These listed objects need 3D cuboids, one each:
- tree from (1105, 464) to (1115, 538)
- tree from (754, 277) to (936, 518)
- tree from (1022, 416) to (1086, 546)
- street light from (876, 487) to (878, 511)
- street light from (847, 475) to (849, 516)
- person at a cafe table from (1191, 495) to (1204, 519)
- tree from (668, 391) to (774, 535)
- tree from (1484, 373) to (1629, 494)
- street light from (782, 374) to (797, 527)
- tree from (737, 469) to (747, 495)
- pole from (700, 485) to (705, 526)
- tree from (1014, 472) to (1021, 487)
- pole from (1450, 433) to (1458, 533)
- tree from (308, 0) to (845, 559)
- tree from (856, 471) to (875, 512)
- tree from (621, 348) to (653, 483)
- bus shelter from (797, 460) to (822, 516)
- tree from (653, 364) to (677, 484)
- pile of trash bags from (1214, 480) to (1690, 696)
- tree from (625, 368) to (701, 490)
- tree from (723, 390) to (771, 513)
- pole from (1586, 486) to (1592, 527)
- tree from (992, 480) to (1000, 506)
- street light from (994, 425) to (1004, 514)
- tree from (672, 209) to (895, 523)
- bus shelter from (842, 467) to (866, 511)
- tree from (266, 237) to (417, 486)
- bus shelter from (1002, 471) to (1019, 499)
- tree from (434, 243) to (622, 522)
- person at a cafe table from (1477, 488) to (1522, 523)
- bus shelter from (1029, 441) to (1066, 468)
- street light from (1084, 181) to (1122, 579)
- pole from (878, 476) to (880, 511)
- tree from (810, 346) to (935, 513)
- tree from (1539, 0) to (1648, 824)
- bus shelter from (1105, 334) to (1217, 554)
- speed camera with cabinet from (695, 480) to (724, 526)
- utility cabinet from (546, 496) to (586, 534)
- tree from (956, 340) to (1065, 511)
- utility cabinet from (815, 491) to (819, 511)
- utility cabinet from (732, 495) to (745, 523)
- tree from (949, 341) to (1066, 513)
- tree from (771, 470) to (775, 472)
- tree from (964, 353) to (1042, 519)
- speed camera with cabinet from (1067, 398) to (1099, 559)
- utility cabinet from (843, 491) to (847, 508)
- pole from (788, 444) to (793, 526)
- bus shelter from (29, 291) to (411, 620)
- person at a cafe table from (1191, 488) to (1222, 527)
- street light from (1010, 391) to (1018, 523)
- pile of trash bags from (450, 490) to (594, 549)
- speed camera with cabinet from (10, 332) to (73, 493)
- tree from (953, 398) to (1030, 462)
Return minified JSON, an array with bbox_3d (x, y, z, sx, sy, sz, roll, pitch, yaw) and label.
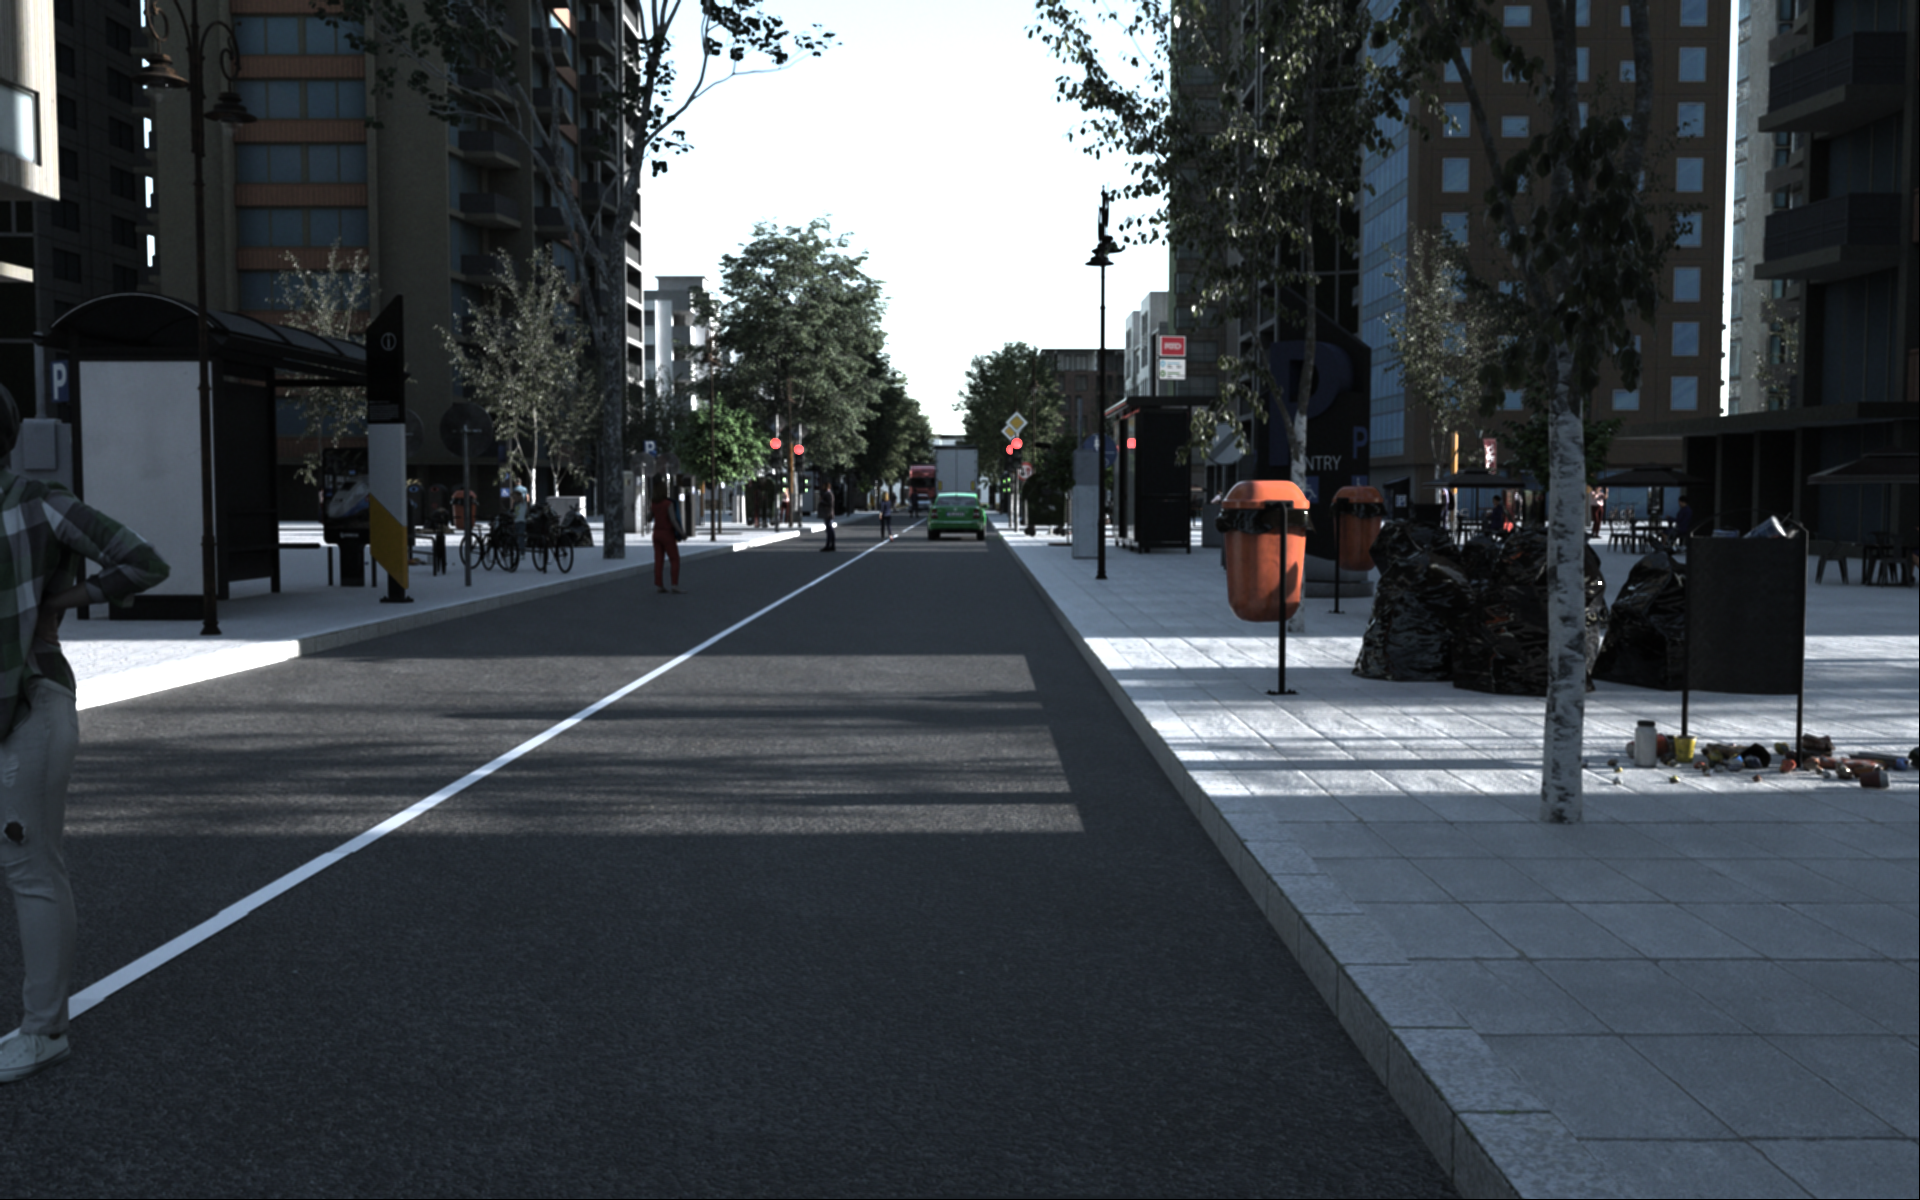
[{"bbox_3d":[4.741,-3.464,51.232,1.663,3.219,1.824,0,3,0],"label":"tree"},{"bbox_3d":[-7.183,-10.637,90.917,9.611,12.733,9.660,0,3,0],"label":"tree"},{"bbox_3d":[2.566,-2.972,43.189,1.663,3.219,1.824,0,3,0],"label":"tree"},{"bbox_3d":[-6.310,-9.684,131.119,0.468,5.910,1.993,0,4,0],"label":"street light"},{"bbox_3d":[-6.415,-7.724,99.068,0.468,5.910,1.993,0,4,0],"label":"street light"},{"bbox_3d":[11.873,-4.865,90.399,1.726,1.238,1.698,-2,4,-25],"label":"person at a cafe table"},{"bbox_3d":[-7.652,-4.378,55.288,4.285,4.588,4.351,0,3,0],"label":"tree"},{"bbox_3d":[8.144,-1.747,23.159,1.663,3.219,1.824,0,3,0],"label":"tree"},{"bbox_3d":[-6.563,-5.752,66.825,0.468,5.910,1.993,0,4,0],"label":"street light"},{"bbox_3d":[-17.845,-11.596,139.950,4.360,8.622,3.978,0,3,0],"label":"tree"},{"bbox_3d":[-10.286,-4.599,69.037,0.158,3.312,0.155,0,3,0],"label":"pole"},{"bbox_3d":[3.061,-4.781,72.771,1.663,3.219,1.824,0,3,0],"label":"tree"},{"bbox_3d":[16.187,-3.848,56.764,0.158,3.312,0.155,0,3,0],"label":"pole"},{"bbox_3d":[-7.728,-10.963,35.137,12.611,20.169,13.585,0,3,0],"label":"tree"},{"bbox_3d":[-6.939,-7.988,125.199,1.663,3.219,1.824,0,3,0],"label":"tree"},{"bbox_3d":[-17.068,-7.916,79.787,4.360,8.622,3.978,0,3,0],"label":"tree"},{"bbox_3d":[-9.228,-6.693,103.352,2.014,3.302,5.546,0,4,0],"label":"bus shelter"},{"bbox_3d":[-16.968,-8.308,86.196,4.360,8.622,3.978,0,3,0],"label":"tree"},{"bbox_3d":[3.346,-0.120,11.712,3.447,1.369,1.912,-1,4,-17],"label":"pile of trash bags"},{"bbox_3d":[-17.103,-9.145,99.887,4.737,8.622,4.395,0,3,0],"label":"tree"},{"bbox_3d":[-16.414,-10.301,118.783,4.737,8.622,4.395,0,3,0],"label":"tree"},{"bbox_3d":[24.308,-4.468,66.896,0.158,3.312,0.155,0,3,0],"label":"pole"},{"bbox_3d":[3.822,-12.125,192.839,1.663,3.219,1.824,0,3,0],"label":"tree"},{"bbox_3d":[2.583,-8.335,109.069,0.468,5.910,1.993,0,4,0],"label":"street light"},{"bbox_3d":[-7.657,-10.433,77.236,9.857,13.997,8.962,0,3,0],"label":"tree"},{"bbox_3d":[-8.373,-9.647,135.361,2.179,5.291,8.768,0,4,0],"label":"bus shelter"},{"bbox_3d":[-18.293,-6.128,50.555,4.360,8.622,3.978,0,3,0],"label":"tree"},{"bbox_3d":[4.064,-8.867,138.892,2.014,3.302,5.546,0,4,0],"label":"bus shelter"},{"bbox_3d":[-12.658,-6.103,50.153,4.360,8.622,3.978,0,3,0],"label":"tree"},{"bbox_3d":[21.508,-3.641,68.040,1.698,1.524,1.622,-3,5,-43],"label":"person at a cafe table"},{"bbox_3d":[4.182,-5.443,80.278,1.731,3.624,6.357,0,3,0],"label":"bus shelter"},{"bbox_3d":[2.140,-3.256,26.017,0.468,5.910,1.993,0,4,0],"label":"street light"},{"bbox_3d":[-6.305,-8.610,134.618,0.158,3.312,0.155,0,3,0],"label":"pole"},{"bbox_3d":[-6.824,-12.023,114.695,7.486,12.596,7.792,0,3,0],"label":"tree"},{"bbox_3d":[2.126,-3.435,6.528,4.360,8.622,3.978,0,3,0],"label":"tree"},{"bbox_3d":[4.632,-3.890,41.239,2.179,5.291,8.768,0,4,0],"label":"bus shelter"},{"bbox_3d":[-10.623,-4.655,70.446,2.038,3.252,0.660,1,4,21],"label":"speed camera with cabinet"},{"bbox_3d":[-10.324,-2.092,45.363,1.020,1.237,0.306,1,4,18],"label":"utility cabinet"},{"bbox_3d":[4.295,-12.798,127.377,7.486,12.596,7.792,0,3,0],"label":"tree"},{"bbox_3d":[-10.065,-7.186,126.161,1.173,1.500,0.318,0,4,-2],"label":"utility cabinet"},{"bbox_3d":[-9.940,-4.071,77.725,0.306,1.237,1.020,1,4,12],"label":"utility cabinet"},{"bbox_3d":[3.214,-11.634,115.970,9.928,11.665,9.643,0,3,0],"label":"tree"},{"bbox_3d":[-15.464,-11.273,134.678,4.737,8.622,4.395,0,3,0],"label":"tree"},{"bbox_3d":[2.495,-8.560,90.322,4.737,8.622,4.395,0,3,0],"label":"tree"},{"bbox_3d":[2.604,-2.498,35.186,0.660,3.252,2.038,0,4,6],"label":"speed camera with cabinet"},{"bbox_3d":[-8.750,-7.328,128.498,0.318,1.500,1.173,2,4,25],"label":"utility cabinet"},{"bbox_3d":[-6.831,-4.651,69.882,0.158,3.312,0.155,0,3,0],"label":"pole"},{"bbox_3d":[-8.234,-1.598,20.052,2.014,3.302,5.546,0,4,0],"label":"bus shelter"},{"bbox_3d":[9.969,-3.614,67.610,1.698,1.524,1.622,-2,4,-30],"label":"person at a cafe table"},{"bbox_3d":[2.478,-6.411,77.601,0.468,5.910,1.993,0,4,0],"label":"street light"},{"bbox_3d":[-10.605,-1.939,41.460,1.912,1.369,3.447,3,5,42],"label":"pile of trash bags"},{"bbox_3d":[-10.646,-1.669,21.617,2.038,3.252,0.660,-1,4,-16],"label":"speed camera with cabinet"},{"bbox_3d":[4.219,-18.840,218.399,12.009,13.543,11.850,0,3,0],"label":"tree"}]
